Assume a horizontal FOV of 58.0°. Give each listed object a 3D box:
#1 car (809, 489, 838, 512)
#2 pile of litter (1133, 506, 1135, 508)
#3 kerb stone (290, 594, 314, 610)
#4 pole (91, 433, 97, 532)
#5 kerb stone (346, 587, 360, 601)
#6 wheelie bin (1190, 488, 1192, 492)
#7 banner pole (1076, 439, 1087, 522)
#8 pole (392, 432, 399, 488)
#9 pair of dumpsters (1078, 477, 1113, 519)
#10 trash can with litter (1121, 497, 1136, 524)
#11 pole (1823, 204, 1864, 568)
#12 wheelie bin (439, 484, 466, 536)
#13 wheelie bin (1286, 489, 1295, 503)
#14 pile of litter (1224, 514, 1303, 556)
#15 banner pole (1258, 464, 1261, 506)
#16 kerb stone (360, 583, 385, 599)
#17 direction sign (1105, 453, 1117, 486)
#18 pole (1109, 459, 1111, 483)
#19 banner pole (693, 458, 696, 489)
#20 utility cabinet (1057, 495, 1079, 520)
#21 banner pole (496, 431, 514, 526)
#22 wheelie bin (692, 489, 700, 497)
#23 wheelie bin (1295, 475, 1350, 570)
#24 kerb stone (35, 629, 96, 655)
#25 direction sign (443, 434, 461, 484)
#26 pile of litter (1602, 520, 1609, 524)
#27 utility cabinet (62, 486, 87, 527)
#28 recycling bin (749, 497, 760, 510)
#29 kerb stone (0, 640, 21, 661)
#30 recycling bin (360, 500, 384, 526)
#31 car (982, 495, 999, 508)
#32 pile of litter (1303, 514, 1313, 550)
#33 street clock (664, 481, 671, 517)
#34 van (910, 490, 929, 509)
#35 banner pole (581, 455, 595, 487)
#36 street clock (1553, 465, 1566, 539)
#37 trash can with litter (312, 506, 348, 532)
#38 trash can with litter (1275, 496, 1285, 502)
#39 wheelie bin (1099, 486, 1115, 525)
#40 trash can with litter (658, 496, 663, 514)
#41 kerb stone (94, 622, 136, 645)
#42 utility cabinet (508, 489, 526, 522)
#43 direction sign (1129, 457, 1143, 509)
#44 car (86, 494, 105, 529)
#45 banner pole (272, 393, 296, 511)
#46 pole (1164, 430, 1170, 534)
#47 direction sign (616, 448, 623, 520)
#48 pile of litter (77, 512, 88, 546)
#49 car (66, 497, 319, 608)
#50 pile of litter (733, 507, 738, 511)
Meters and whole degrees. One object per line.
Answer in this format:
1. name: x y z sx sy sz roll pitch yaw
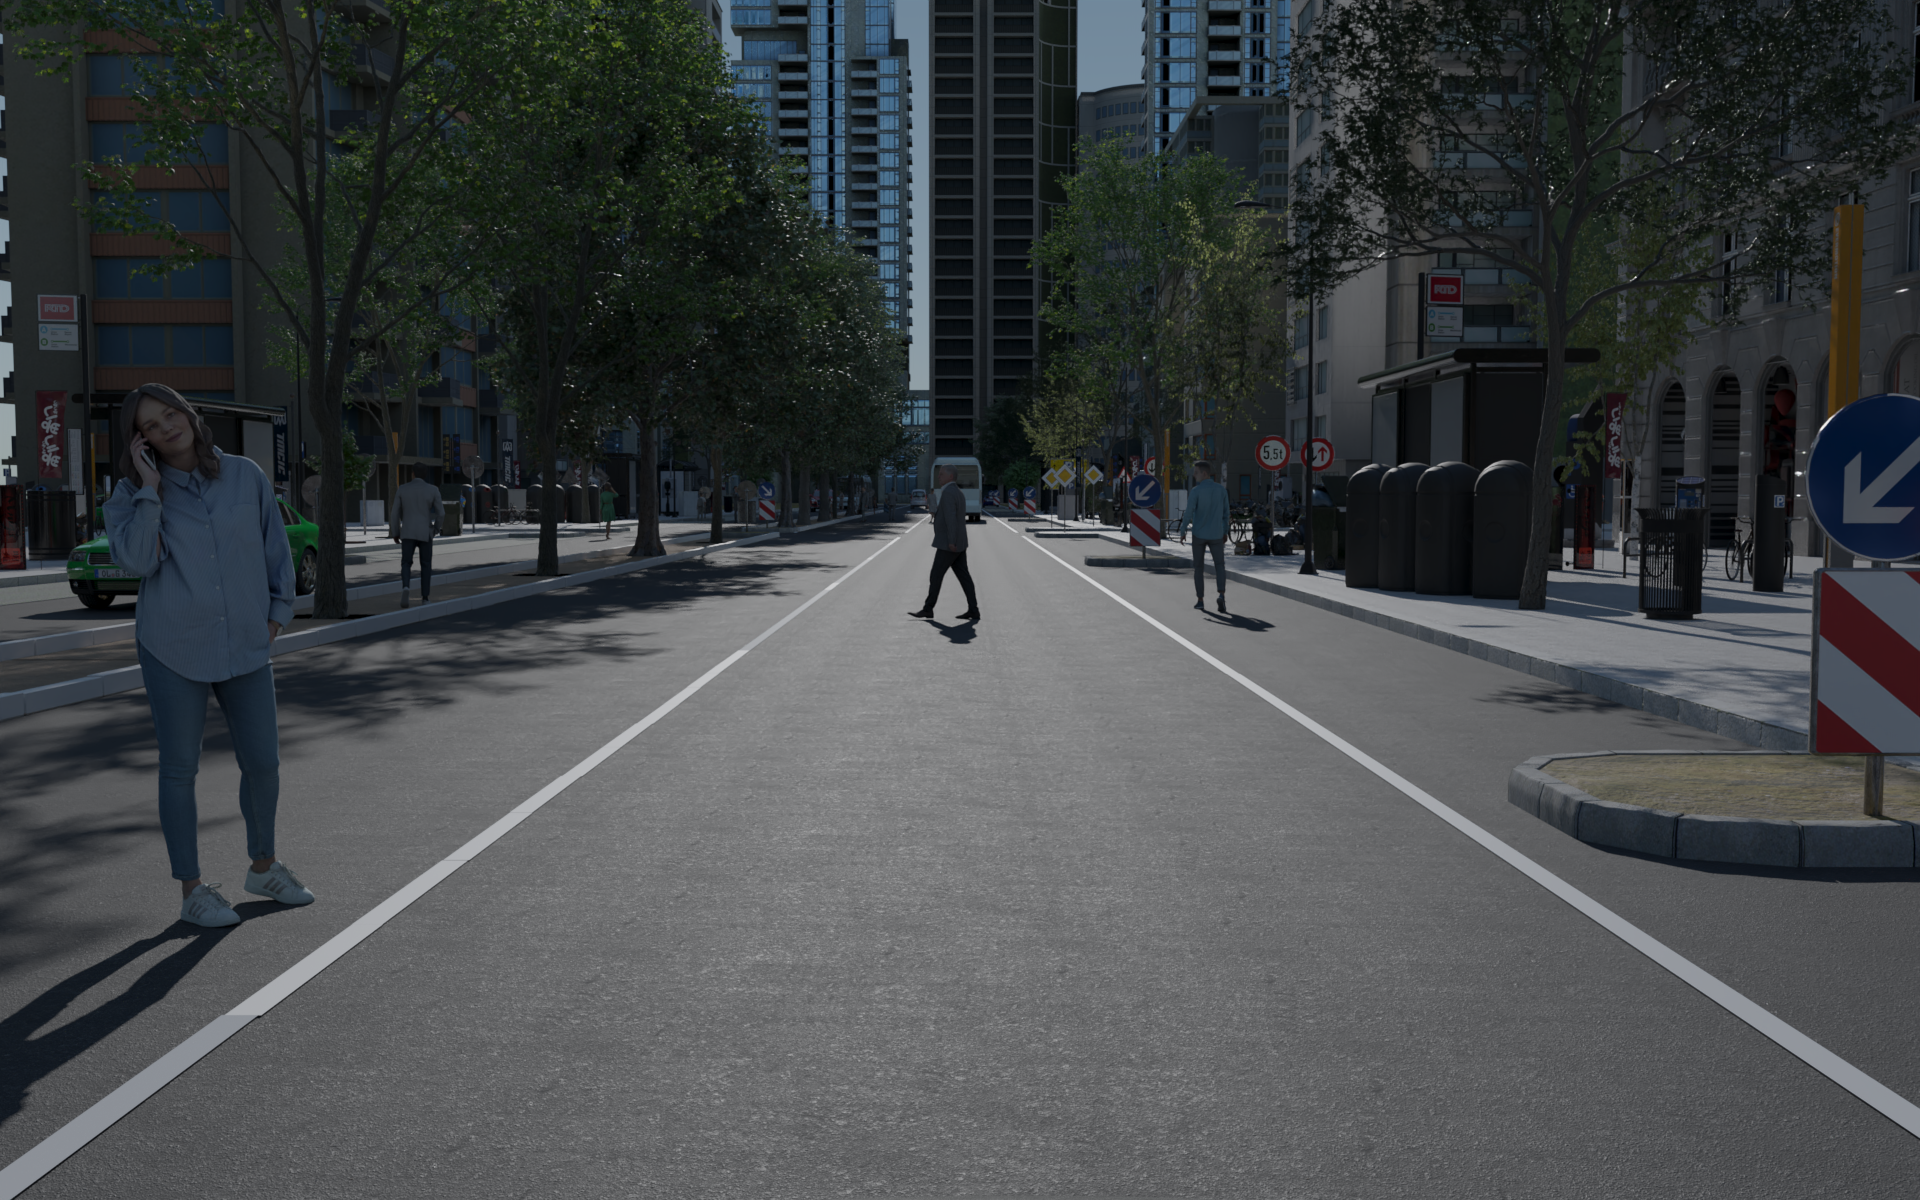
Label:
1. car: -10.894 -7.939 138.476 2.281 1.827 5.304 0 4 -2
2. pile of litter: 12.178 -6.830 125.638 1.176 0.858 1.719 2 4 33
3. kerb stone: -8.231 0.017 21.920 0.120 0.150 1.000 0 3 0
4. pole: -29.001 -3.917 57.887 0.158 3.312 0.155 0 3 0
5. kerb stone: -8.217 -0.046 22.942 0.120 0.150 1.000 0 3 0
6. wheelie bin: 11.747 -4.746 85.497 0.980 1.594 0.693 1 4 20
7. banner pole: 5.533 -5.477 79.564 0.401 3.779 0.863 -2 4 -28
8. pole: -18.681 -3.885 57.357 0.158 3.312 0.155 0 3 0
9. pair of dumpsters: 7.099 -5.374 90.364 1.574 2.255 4.437 0 3 0
10. trash can with litter: 7.062 -3.872 74.693 1.055 1.170 0.624 -3 5 -43
11. pole: 6.285 -1.132 12.345 0.158 3.312 0.155 0 3 0
12. wheelie bin: -15.554 -2.751 52.885 0.980 1.594 0.693 0 4 -4
13. wheelie bin: 18.877 -5.534 98.391 0.693 1.594 0.980 1 4 11
14. pile of litter: 6.259 -1.373 36.407 1.719 0.858 1.176 1 4 12
15. banner pole: 16.904 -6.592 97.802 0.401 3.779 0.863 0 4 -3
16. kerb stone: -8.213 -0.108 23.964 0.120 0.150 1.000 0 3 0
17. direction sign: 8.448 -6.410 96.795 0.876 3.537 0.379 -3 4 -38
18. pole: 8.625 -6.453 99.346 0.158 3.312 0.155 0 3 0
19. banner pole: -18.303 -7.904 119.253 0.401 3.779 0.863 0 4 6
20. utility cabinet: 5.340 -4.567 85.835 1.020 1.237 0.306 -1 4 -15
21. banner pole: -18.125 -4.823 68.871 0.863 3.779 0.401 -3 4 -37
22. wheelie bin: -16.669 -6.244 109.993 0.980 1.594 0.693 -1 4 -11
23. wheelie bin: 6.338 -1.316 29.428 0.980 1.594 0.693 -2 4 -35
24. kerb stone: -8.207 0.392 15.778 0.120 0.150 1.000 0 3 0
25. direction sign: -19.177 -4.489 65.395 0.876 3.537 0.379 2 4 29
26. pile of litter: 27.335 -3.718 74.754 1.176 0.858 1.719 0 4 2
27. utility cabinet: -23.191 -2.245 45.390 0.318 1.500 1.173 -3 5 -40
28. recycling bin: -16.110 -7.527 135.615 0.722 1.027 0.722 -2 4 -25
29. kerb stone: -8.215 0.455 14.757 0.120 0.150 1.000 0 3 0
30. recycling bin: -23.656 -3.494 69.687 0.722 1.027 0.722 -3 5 -42
31. car: 3.180 -10.244 180.066 1.945 1.354 3.894 0 3 0
32. pile of litter: 8.186 -1.596 40.059 1.719 0.858 1.176 0 4 -7
33. street clock: -16.495 -5.698 97.729 0.358 2.002 0.471 -2 4 -29
34. van: -3.847 -9.689 165.423 2.013 2.044 4.112 0 4 1
35. banner pole: -17.964 -5.713 83.423 0.863 3.779 0.401 -1 4 -22
36. street clock: 15.148 -2.381 43.503 0.471 2.002 0.358 2 4 30
37. trash can with litter: -21.085 -2.851 58.001 0.624 1.170 1.055 2 4 27
38. trash can with litter: 17.356 -4.970 92.639 1.055 1.170 0.624 3 5 40
39. wheelie bin: 6.187 -3.901 71.684 0.980 1.594 0.693 -1 4 -17
40. trash can with litter: -19.360 -6.034 109.709 2.233 1.210 1.678 -1 4 -8
41. kerb stone: -8.211 0.331 16.800 0.120 0.150 1.000 0 3 0
42. utility cabinet: -20.447 -4.318 79.276 1.173 1.500 0.318 -1 4 -11
43. direction sign: 10.687 -6.936 105.404 0.876 3.537 0.379 -1 4 -11
44. car: -29.842 -3.194 61.023 4.718 1.807 1.959 0 4 -2
45. banner pole: -16.787 -3.251 43.167 0.863 3.779 0.401 1 4 21
46. pole: 6.616 -3.765 55.395 0.158 3.312 0.155 0 3 0
47. direction sign: -16.665 -5.660 84.537 0.379 3.537 0.876 -1 4 -11
48. pile of litter: -21.484 -1.700 41.767 1.176 0.858 1.719 -2 4 -29
49. car: -10.132 -0.882 23.210 1.959 1.807 4.718 0 4 1
50. pile of litter: -17.266 -7.346 134.076 1.719 0.858 1.176 -1 4 -22
